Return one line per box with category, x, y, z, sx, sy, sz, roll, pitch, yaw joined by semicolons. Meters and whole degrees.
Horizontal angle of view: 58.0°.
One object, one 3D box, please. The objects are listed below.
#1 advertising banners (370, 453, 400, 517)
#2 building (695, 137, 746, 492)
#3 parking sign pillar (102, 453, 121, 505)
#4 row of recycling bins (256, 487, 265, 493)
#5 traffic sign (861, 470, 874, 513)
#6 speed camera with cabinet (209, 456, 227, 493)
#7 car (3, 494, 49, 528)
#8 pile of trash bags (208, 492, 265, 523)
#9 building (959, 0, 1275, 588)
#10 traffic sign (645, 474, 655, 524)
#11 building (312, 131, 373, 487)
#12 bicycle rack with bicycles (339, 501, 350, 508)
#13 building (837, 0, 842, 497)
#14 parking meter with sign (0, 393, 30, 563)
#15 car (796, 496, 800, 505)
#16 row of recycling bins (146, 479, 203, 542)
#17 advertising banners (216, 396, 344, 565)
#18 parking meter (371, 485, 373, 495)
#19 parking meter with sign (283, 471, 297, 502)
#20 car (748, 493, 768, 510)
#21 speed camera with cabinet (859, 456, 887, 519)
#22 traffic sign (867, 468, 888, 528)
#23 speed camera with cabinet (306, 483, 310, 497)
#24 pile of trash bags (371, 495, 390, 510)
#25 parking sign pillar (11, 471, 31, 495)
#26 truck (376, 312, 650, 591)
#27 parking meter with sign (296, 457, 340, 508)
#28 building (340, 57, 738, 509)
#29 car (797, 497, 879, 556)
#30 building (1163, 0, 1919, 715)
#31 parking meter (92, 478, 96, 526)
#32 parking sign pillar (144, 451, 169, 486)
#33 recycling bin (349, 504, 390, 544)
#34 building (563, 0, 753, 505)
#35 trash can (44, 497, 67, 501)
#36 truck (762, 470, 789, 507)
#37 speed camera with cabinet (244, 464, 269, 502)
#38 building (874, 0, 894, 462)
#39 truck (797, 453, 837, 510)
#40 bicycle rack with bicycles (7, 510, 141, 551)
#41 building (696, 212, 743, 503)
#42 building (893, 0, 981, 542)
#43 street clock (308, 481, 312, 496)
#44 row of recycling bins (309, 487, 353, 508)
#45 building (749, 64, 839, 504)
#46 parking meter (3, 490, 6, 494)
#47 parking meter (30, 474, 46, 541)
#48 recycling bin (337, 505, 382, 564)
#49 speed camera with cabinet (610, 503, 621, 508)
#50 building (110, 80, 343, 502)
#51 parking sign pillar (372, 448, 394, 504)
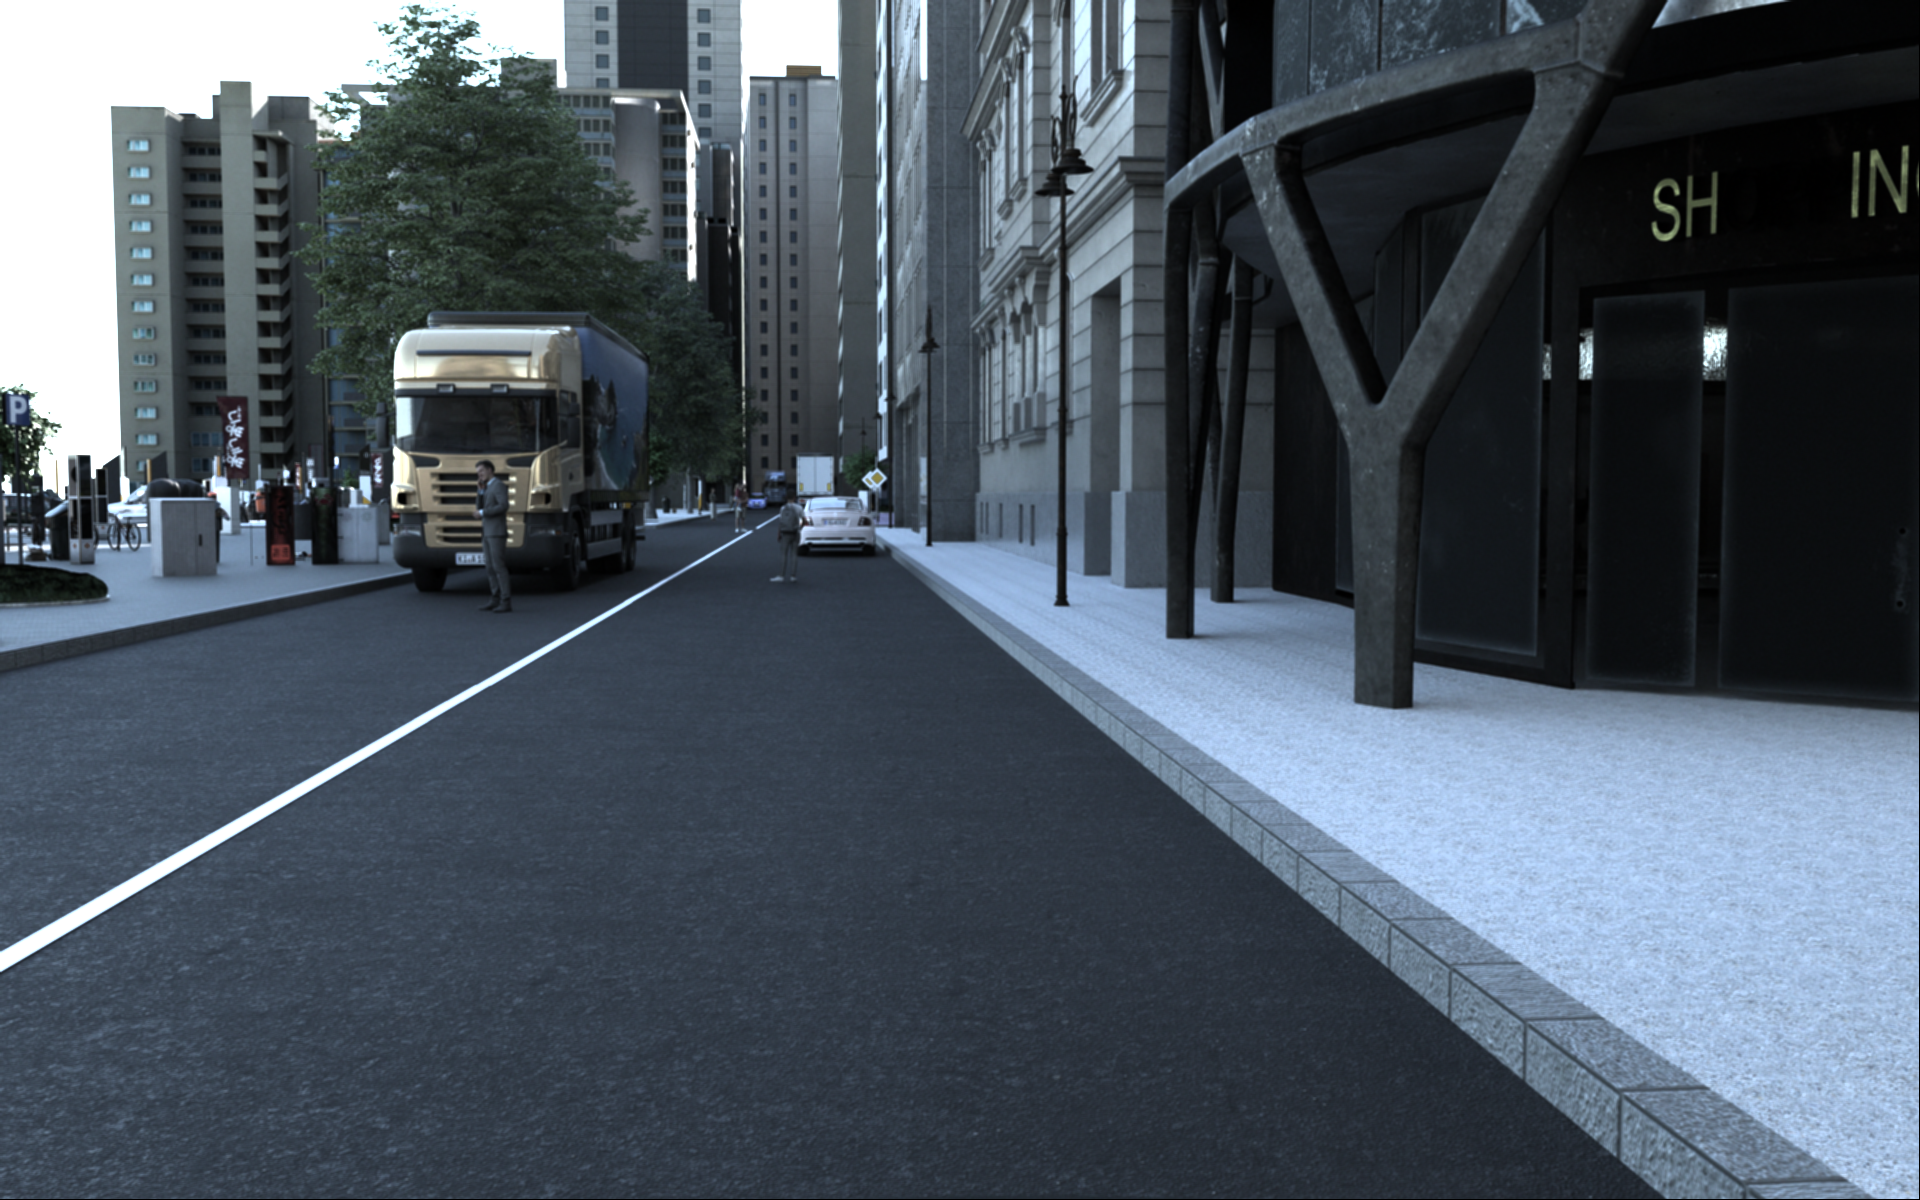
advertising banners;-23.944;-4.729;73.510;2.074;3.025;0.090;0;4;-3
building;-31.341;-31.132;192.599;14.154;41.232;14.086;0;4;-5
parking sign pillar;-53.845;-7.446;110.218;1.447;3.967;1.447;0;4;-3
row of recycling bins;-38.225;-5.410;95.561;1.069;1.692;3.534;-2;4;-26
traffic sign;-3.808;-4.293;73.827;0.795;2.450;0.064;0;4;-5
speed camera with cabinet;-38.071;-5.823;89.545;0.660;3.252;2.038;-3;4;-36
car;-36.354;-3.527;67.461;4.222;1.686;2.009;0;4;-6
pile of trash bags;-34.595;-4.522;83.680;3.447;1.369;1.912;-3;4;-36
building;7.521;-15.102;34.306;14.401;28.519;23.554;0;4;-5
traffic sign;-13.271;-4.246;73.064;0.795;2.450;0.064;0;4;-5
building;-60.881;-33.899;208.868;28.867;44.769;22.147;0;4;-5
bicycle rack with bicycles;-31.067;-4.372;84.857;2.852;0.926;2.925;-1;4;-16
building;1.311;-31.250;134.643;21.300;48.544;21.600;0;4;-5
parking meter with sign;-17.234;-2.089;30.420;1.738;3.016;0.543;1;4;14
car;-14.246;-9.072;160.332;2.014;1.417;4.499;0;4;-5
row of recycling bins;-21.697;-2.502;48.020;1.069;1.692;3.534;-1;4;-12
advertising banners;-12.244;-2.142;31.216;2.074;3.025;0.090;-1;4;-19
parking meter;-43.667;-7.524;128.735;0.399;1.863;0.255;3;5;45
parking meter with sign;-49.794;-8.147;129.466;0.543;3.016;1.738;1;4;13
car;-18.824;-9.253;160.874;1.945;1.707;3.694;0;4;-5
speed camera with cabinet;-4.525;-5.864;90.212;0.660;3.252;2.038;2;4;28
traffic sign;-3.147;-3.806;65.869;0.795;2.450;0.064;0;4;-5
speed camera with cabinet;-50.249;-8.583;134.661;0.660;3.252;2.038;0;4;-1
pile of trash bags;-30.384;-4.946;90.623;3.447;1.369;1.912;3;4;36
parking sign pillar;-71.211;-8.739;131.358;1.447;3.967;1.447;-1;4;-21
truck;-7.073;-2.451;28.992;2.839;4.237;11.283;0;4;-4
parking meter with sign;-29.842;-5.171;80.802;1.738;3.016;0.543;-3;5;-45
building;-36.967;-28.550;158.667;32.217;40.220;23.993;0;4;-5
car;-2.986;-1.791;41.647;2.083;1.381;4.827;0;4;-4
building;9.991;-9.000;14.595;16.820;18.784;16.811;0;4;-5
parking meter;-30.910;-3.451;62.128;0.255;1.863;0.399;-1;4;-9
parking sign pillar;-49.862;-7.280;107.503;1.447;3.967;1.447;-1;4;-8
recycling bin;-15.065;-1.936;44.206;0.722;1.027;0.722;2;4;29
building;-36.356;-47.308;211.736;20.611;71.187;20.563;0;4;-5
trash can;-39.455;-3.898;75.386;0.748;1.137;0.748;0;3;0
truck;-21.559;-13.055;203.199;2.967;4.110;18.799;0;4;-5
speed camera with cabinet;-46.669;-7.367;114.791;0.660;3.252;2.038;1;4;16
building;3.308;-18.843;79.790;14.107;30.474;14.160;0;4;-5
truck;-10.302;-8.282;124.331;2.839;4.237;11.283;0;4;-4
bicycle rack with bicycles;-20.228;-1.581;39.228;2.852;0.926;2.925;-3;5;-44
building;-29.862;-24.897;178.769;14.160;30.474;14.107;0;4;-5
building;4.277;-14.556;56.005;12.078;24.808;19.932;0;4;-5
street clock;-36.688;-5.722;98.120;0.471;2.002;0.358;-1;4;-17
row of recycling bins;-36.853;-5.792;101.814;3.534;1.692;1.069;2;4;29
building;-30.988;-42.708;240.273;28.212;58.520;21.231;0;4;-5
parking meter;-62.846;-6.442;113.742;0.372;1.533;0.369;0;3;0
parking meter;-25.215;-2.547;47.354;0.255;1.863;0.399;-1;4;-12
recycling bin;-11.199;-1.198;32.144;0.722;1.027;0.722;-1;4;-23
speed camera with cabinet;-25.824;-8.307;130.155;0.660;3.252;2.038;2;4;29
building;-86.084;-35.697;207.340;21.600;48.544;21.300;0;4;-5
parking sign pillar;-32.306;-6.661;97.382;1.447;3.967;1.447;0;4;-3
